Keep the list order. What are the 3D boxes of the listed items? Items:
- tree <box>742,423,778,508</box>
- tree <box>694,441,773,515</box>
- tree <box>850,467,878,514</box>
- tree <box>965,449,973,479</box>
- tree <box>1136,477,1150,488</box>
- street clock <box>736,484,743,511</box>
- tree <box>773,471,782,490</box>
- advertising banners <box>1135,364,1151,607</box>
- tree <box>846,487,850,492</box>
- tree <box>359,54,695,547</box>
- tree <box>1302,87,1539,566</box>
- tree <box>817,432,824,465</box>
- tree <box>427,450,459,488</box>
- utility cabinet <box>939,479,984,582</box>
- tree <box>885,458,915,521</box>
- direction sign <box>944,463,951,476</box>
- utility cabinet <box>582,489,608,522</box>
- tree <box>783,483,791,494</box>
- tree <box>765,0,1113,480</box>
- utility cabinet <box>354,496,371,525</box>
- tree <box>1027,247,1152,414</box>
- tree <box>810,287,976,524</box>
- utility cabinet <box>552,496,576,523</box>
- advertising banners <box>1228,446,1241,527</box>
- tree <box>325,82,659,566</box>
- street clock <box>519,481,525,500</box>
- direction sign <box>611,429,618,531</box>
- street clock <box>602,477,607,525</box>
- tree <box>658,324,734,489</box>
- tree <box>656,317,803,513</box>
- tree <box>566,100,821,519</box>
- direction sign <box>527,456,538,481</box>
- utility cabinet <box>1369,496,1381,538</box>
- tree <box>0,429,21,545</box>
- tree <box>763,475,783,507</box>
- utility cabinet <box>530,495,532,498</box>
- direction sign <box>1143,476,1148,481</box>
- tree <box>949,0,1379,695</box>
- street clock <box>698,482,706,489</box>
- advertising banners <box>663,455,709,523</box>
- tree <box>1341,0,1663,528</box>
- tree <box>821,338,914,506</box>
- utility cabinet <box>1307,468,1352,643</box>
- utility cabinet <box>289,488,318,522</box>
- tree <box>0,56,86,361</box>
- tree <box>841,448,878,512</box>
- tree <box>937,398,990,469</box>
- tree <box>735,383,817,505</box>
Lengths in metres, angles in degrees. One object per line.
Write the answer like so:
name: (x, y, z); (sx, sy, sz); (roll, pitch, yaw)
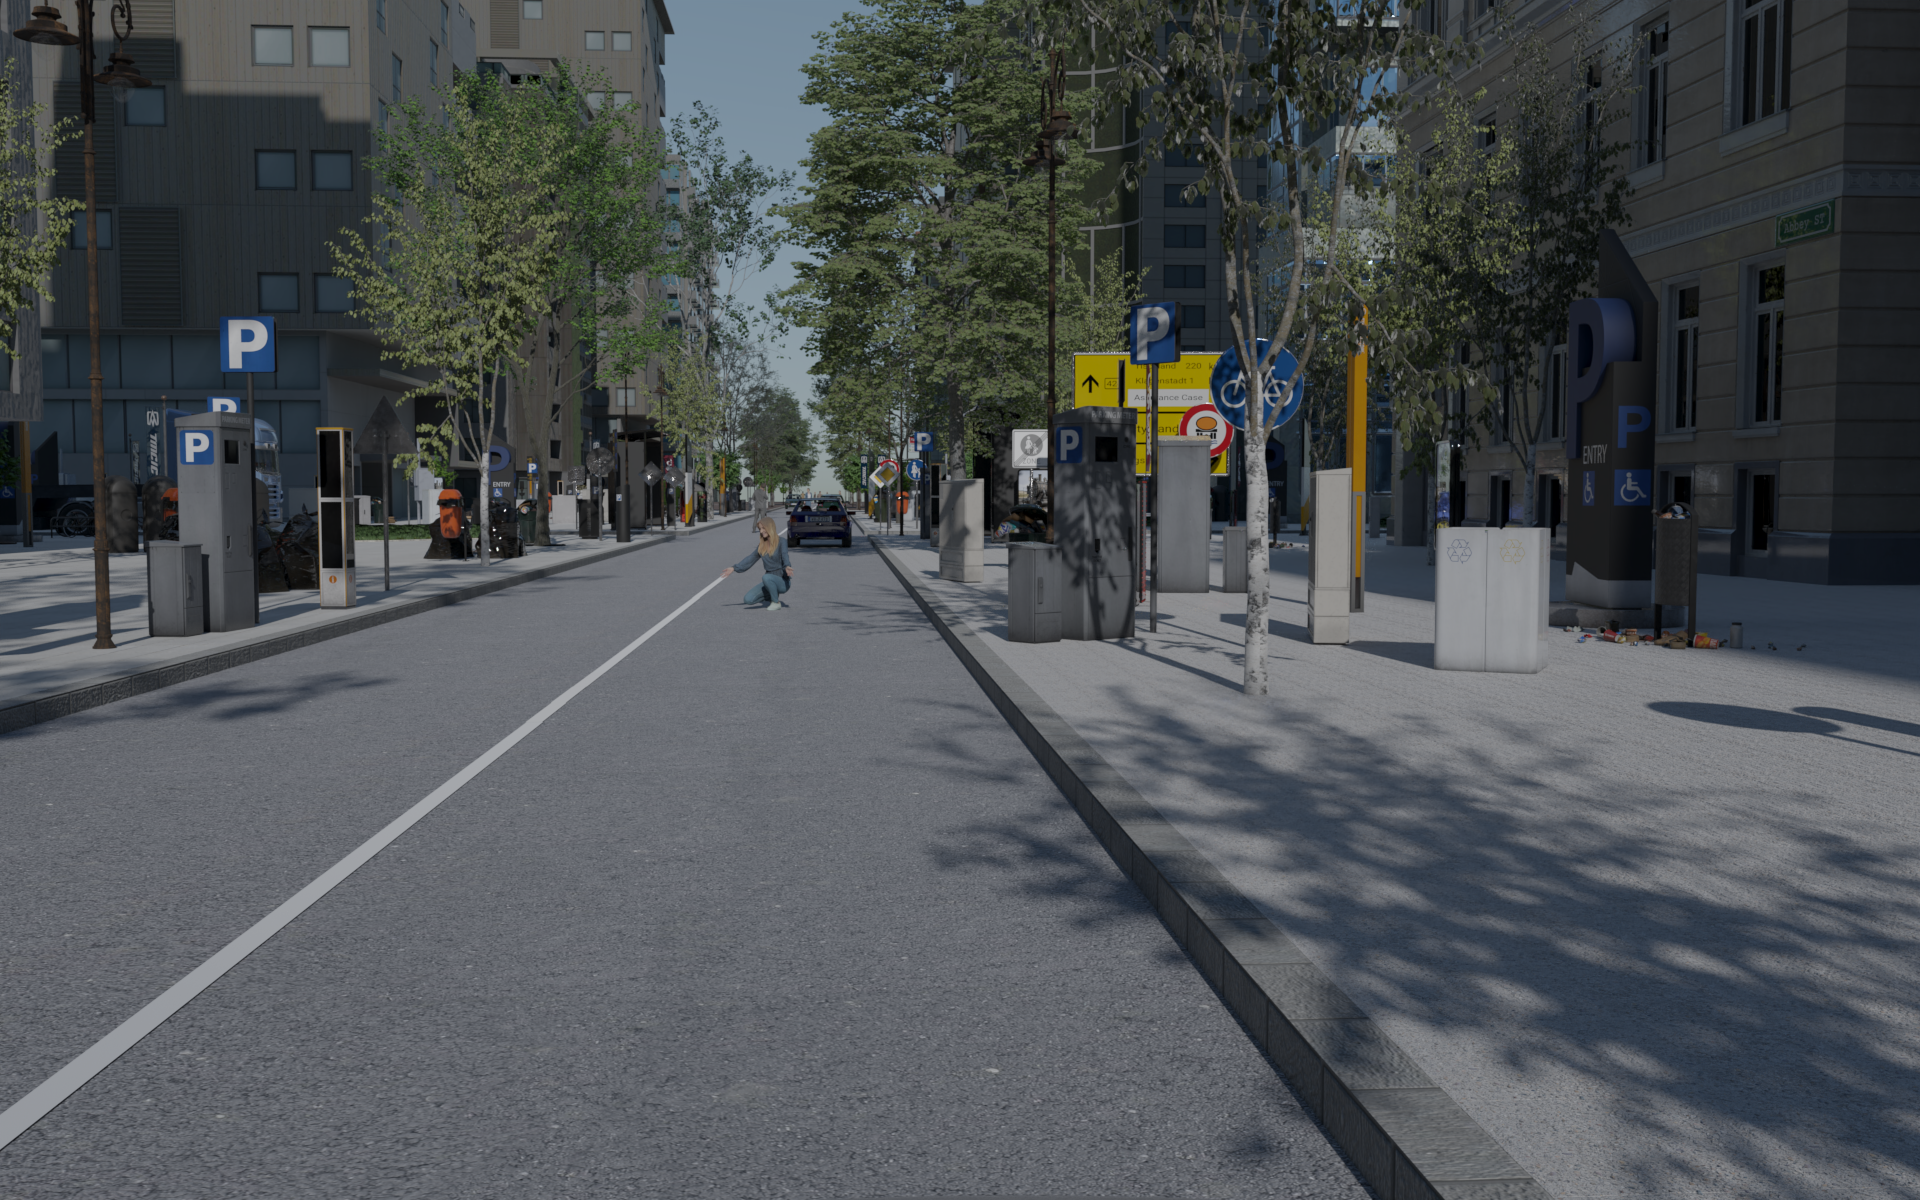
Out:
tree: (-17.919, -12.779, 159.292); (4.360, 8.622, 3.978); (0, 3, 0)
tree: (-14.875, -7.574, 107.542); (4.285, 4.588, 4.351); (0, 3, 0)
tree: (-5.615, -7.063, 110.083); (1.663, 3.219, 1.824); (0, 3, 0)
tree: (1.088, -7.814, 111.469); (4.285, 4.588, 4.351); (0, 3, 0)
tree: (8.737, -5.567, 85.614); (1.663, 3.219, 1.824); (0, 3, 0)
street clock: (-16.426, -7.613, 129.049); (0.358, 2.002, 0.471); (3, 4, 38)
tree: (-21.102, -12.489, 187.909); (4.285, 4.588, 4.351); (0, 3, 0)
advertising banners: (2.157, -1.486, 20.476); (0.090, 3.025, 2.074); (1, 4, 11)
tree: (-13.435, -13.770, 219.739); (1.663, 3.219, 1.824); (0, 3, 0)
tree: (-10.341, -7.122, 42.208); (9.928, 11.665, 9.643); (0, 3, 0)
tree: (8.220, -4.923, 30.856); (4.737, 8.622, 4.395); (0, 3, 0)
tree: (-25.807, -21.827, 263.532); (9.857, 13.997, 8.962); (0, 3, 0)
tree: (-23.308, -5.029, 76.822); (1.663, 3.219, 1.824); (0, 3, 0)
utility cabinet: (0.003, -1.028, 25.488); (0.318, 1.500, 1.173); (-1, 4, -19)
tree: (-2.804, -5.428, 83.353); (1.663, 3.219, 1.824); (0, 3, 0)
direction sign: (-0.744, -8.170, 125.571); (0.876, 3.537, 0.379); (1, 4, 14)
utility cabinet: (-16.780, -4.349, 79.785); (1.173, 1.500, 0.318); (0, 3, 0)
tree: (-25.100, -15.359, 245.715); (1.663, 3.219, 1.824); (0, 3, 0)
tree: (-0.354, -7.145, 34.950); (7.486, 12.596, 7.792); (0, 3, 0)
utility cabinet: (-24.250, -3.588, 69.828); (0.306, 1.237, 1.020); (2, 4, 29)
tree: (3.960, -6.230, 52.215); (4.737, 8.622, 4.395); (0, 3, 0)
tree: (-2.820, -8.591, 74.868); (8.767, 10.594, 7.601); (1, 4, 21)
utility cabinet: (-17.306, -3.950, 75.746); (1.020, 1.237, 0.306); (-1, 4, -12)
advertising banners: (9.951, -4.065, 62.643); (0.090, 3.025, 2.074); (1, 4, 20)
tree: (-8.682, -4.921, 30.816); (4.737, 8.622, 4.395); (0, 3, 0)
street clock: (-24.054, -5.539, 95.127); (0.358, 2.002, 0.471); (-1, 4, -17)
direction sign: (-12.044, -4.192, 60.542); (0.379, 3.537, 0.876); (-1, 4, -20)
street clock: (-14.855, -4.107, 71.715); (0.471, 2.002, 0.358); (1, 4, 9)
tree: (-11.777, -7.601, 74.642); (4.737, 8.622, 4.395); (0, 3, 0)
tree: (-16.086, -12.835, 120.216); (12.009, 13.543, 11.850); (0, 3, 0)
tree: (-13.478, -14.088, 86.229); (12.611, 20.169, 13.585); (0, 3, 0)
direction sign: (-25.397, -6.807, 103.298); (0.876, 3.537, 0.379); (1, 4, 11)
utility cabinet: (12.190, -2.436, 50.985); (0.306, 1.237, 1.020); (1, 4, 11)
tree: (-24.559, -3.034, 44.205); (1.663, 3.219, 1.824); (0, 3, 0)
tree: (-19.357, -11.110, 176.243); (1.663, 3.219, 1.824); (0, 3, 0)
utility cabinet: (-25.434, -5.703, 104.399); (1.020, 1.237, 0.306); (2, 4, 24)
direction sign: (11.392, -7.135, 108.661); (0.876, 3.537, 0.379); (0, 4, -8)
tree: (1.793, -3.687, 10.650); (4.360, 8.622, 3.978); (0, 3, 0)
street clock: (-15.533, -6.105, 104.389); (0.471, 2.002, 0.358); (1, 4, 14)
advertising banners: (-12.353, -5.010, 78.103); (2.074, 3.025, 0.090); (-1, 4, -19)
tree: (8.383, -4.611, 25.752); (4.360, 8.622, 3.978); (0, 3, 0)
tree: (-10.185, -20.248, 186.943); (12.611, 20.169, 13.585); (0, 3, 0)
utility cabinet: (3.222, -0.399, 15.198); (0.318, 1.500, 1.173); (1, 4, 9)
utility cabinet: (-24.769, -3.481, 65.594); (1.173, 1.500, 0.318); (0, 4, 1)
tree: (-16.577, -4.786, 28.614); (4.737, 8.622, 4.395); (0, 3, 0)
tree: (-6.758, -8.531, 123.191); (4.285, 4.588, 4.351); (0, 3, 0)
tree: (0.281, -10.254, 118.018); (4.737, 8.622, 4.395); (0, 3, 0)
tree: (-21.727, -17.922, 199.674); (9.857, 13.997, 8.962); (0, 3, 0)
